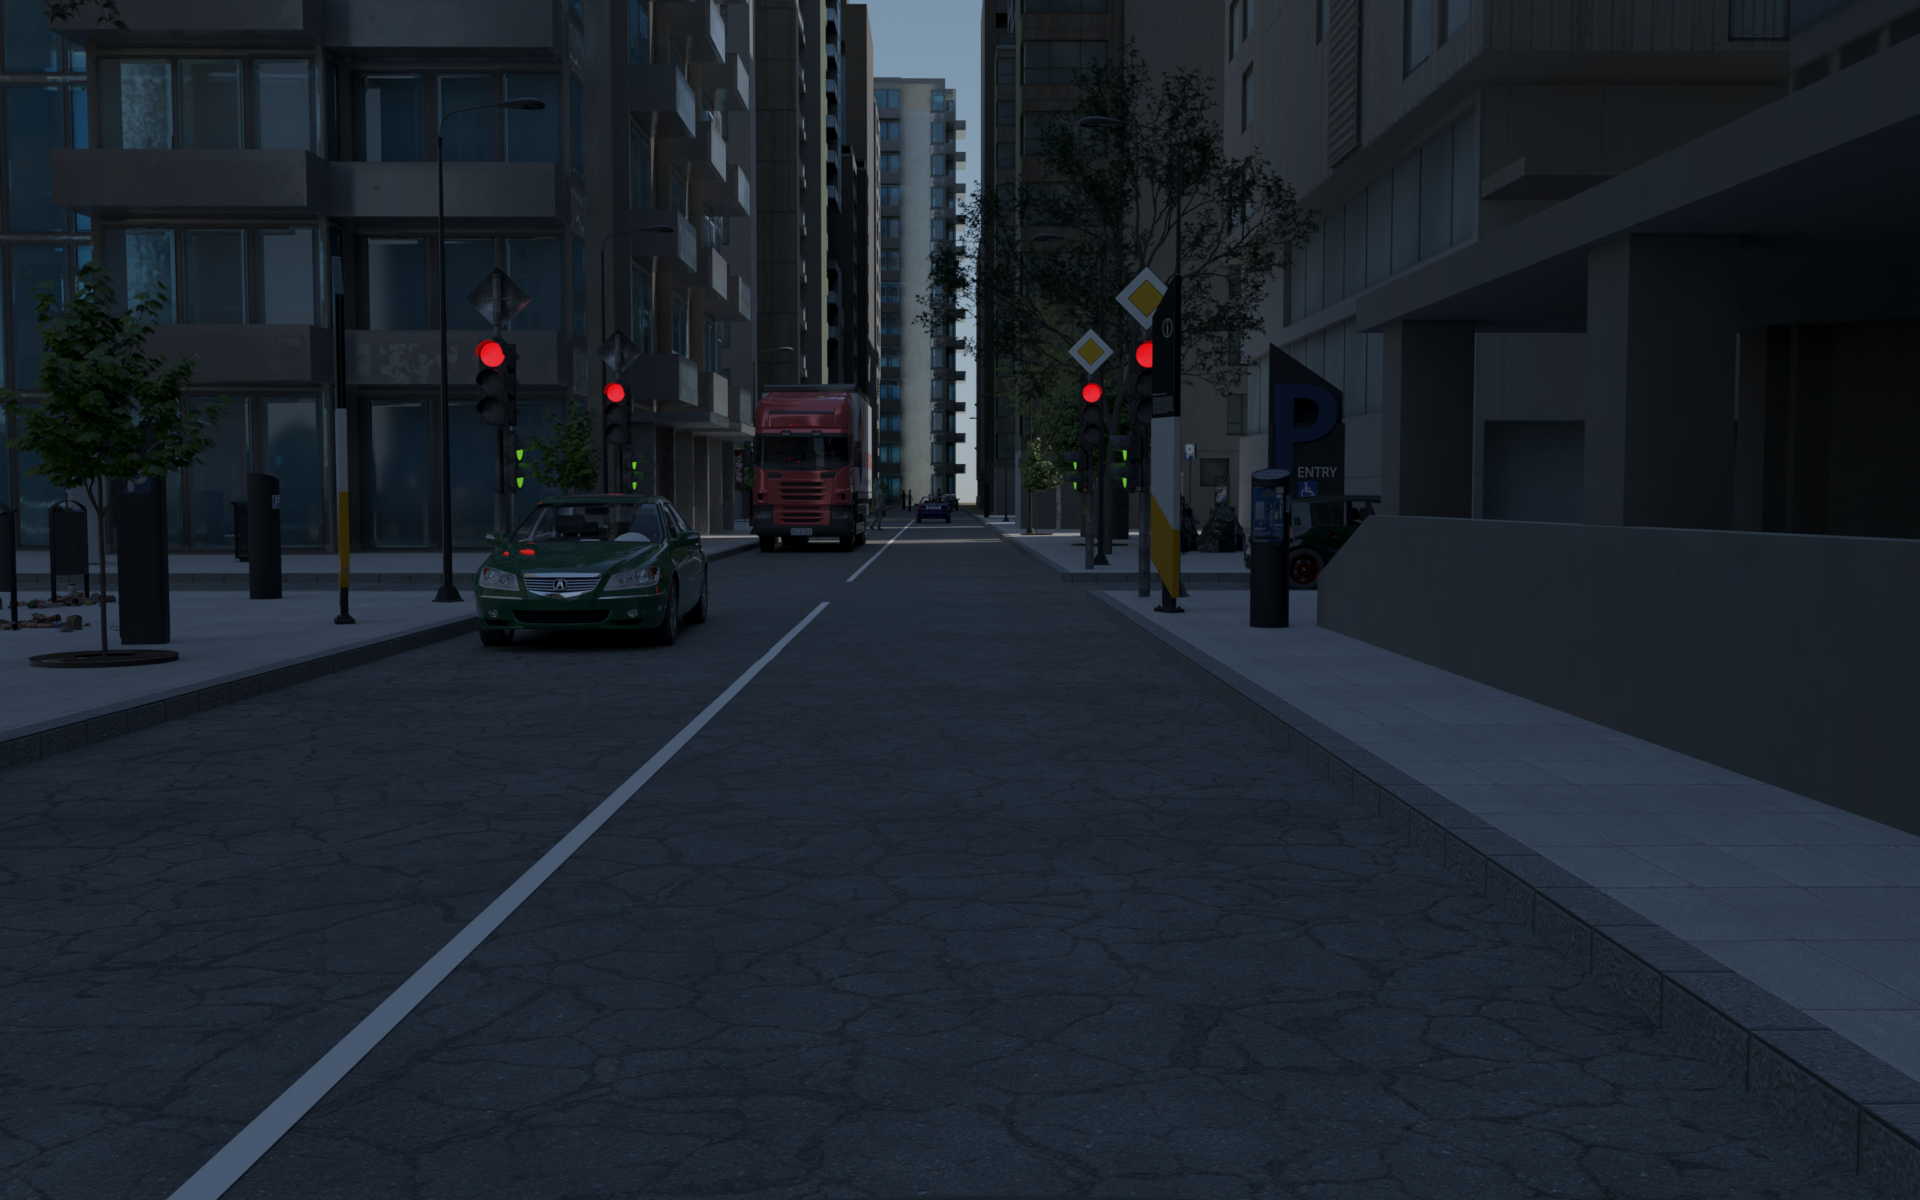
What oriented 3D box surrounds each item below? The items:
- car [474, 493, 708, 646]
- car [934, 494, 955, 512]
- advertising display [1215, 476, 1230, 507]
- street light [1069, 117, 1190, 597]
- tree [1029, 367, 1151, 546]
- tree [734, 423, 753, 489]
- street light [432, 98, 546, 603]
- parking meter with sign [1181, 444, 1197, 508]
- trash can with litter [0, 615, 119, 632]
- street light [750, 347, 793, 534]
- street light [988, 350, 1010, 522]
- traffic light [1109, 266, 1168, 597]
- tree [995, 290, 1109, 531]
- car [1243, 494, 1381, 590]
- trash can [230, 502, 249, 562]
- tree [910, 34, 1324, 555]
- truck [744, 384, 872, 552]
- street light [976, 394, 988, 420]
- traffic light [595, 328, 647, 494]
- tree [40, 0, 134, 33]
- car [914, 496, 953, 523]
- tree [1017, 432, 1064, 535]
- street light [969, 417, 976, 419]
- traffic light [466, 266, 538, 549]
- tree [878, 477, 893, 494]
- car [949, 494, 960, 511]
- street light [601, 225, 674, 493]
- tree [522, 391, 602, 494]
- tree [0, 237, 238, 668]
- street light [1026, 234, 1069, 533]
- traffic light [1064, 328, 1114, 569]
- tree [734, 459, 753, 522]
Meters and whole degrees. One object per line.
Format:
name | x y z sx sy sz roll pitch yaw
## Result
car | -3.681 -0.372 17.885 2.131 1.459 4.920 0 4 -2
car | -1.487 -7.883 140.687 2.131 1.459 4.920 0 4 0
advertising display | 9.363 -3.465 61.874 0.123 1.923 0.974 -1 4 -18
street light | 2.160 -2.994 21.495 1.470 5.913 1.316 0 4 -1
tree | 3.415 -3.637 43.184 4.285 4.588 4.351 0 3 0
tree | -7.955 -5.378 71.641 4.285 4.588 4.351 0 3 0
street light | -5.562 -2.932 20.472 1.470 5.913 1.316 0 4 -1
parking meter with sign | 7.276 -3.871 59.558 1.738 3.016 0.543 -2 4 -32
trash can with litter | -8.987 -0.330 16.458 2.233 1.210 1.678 1 4 20
street light | -5.986 -5.041 54.953 1.470 5.913 1.316 0 4 -1
street light | 1.731 -5.093 55.819 1.470 5.913 1.316 0 4 -1
traffic light | 2.282 -1.993 21.509 0.839 4.253 0.868 0 4 -1
tree | 3.344 -6.690 59.739 4.737 8.622 4.395 0 3 0
car | 6.477 -1.024 26.530 4.222 1.686 2.009 0 4 -1
trash can | -13.410 -1.293 32.788 0.748 1.137 0.748 0 3 0
tree | 3.061 -6.225 36.193 8.767 10.594 7.601 0 4 3
truck | -3.835 -3.518 46.429 2.839 4.237 11.283 0 4 0
street light | 1.596 -6.584 80.187 1.470 5.913 1.316 0 4 -1
traffic light | -5.763 -2.475 29.394 0.839 4.253 0.868 0 4 -1
tree | -6.600 -4.455 7.247 8.767 10.594 7.601 0 3 0
car | -1.316 -4.499 86.142 1.945 1.354 3.894 0 4 -1
tree | 2.364 -3.636 54.049 1.663 3.219 1.824 0 3 0
street light | 1.256 -8.079 104.635 1.470 5.913 1.316 0 4 -1
traffic light | -5.679 -1.987 21.409 0.839 4.253 0.868 0 4 -1
tree | -8.141 -11.469 182.112 1.663 3.219 1.824 0 3 0
car | -1.025 -8.365 148.568 2.131 1.459 4.920 0 4 0
street light | -5.640 -3.519 30.081 1.470 5.913 1.316 0 4 -1
tree | -7.224 -2.337 32.816 1.663 3.219 1.824 0 3 0
tree | -6.581 -1.127 13.022 1.663 3.219 1.824 0 3 0
street light | 1.998 -3.581 31.085 1.470 5.913 1.316 0 4 -1
traffic light | 2.197 -2.482 29.494 0.839 4.253 0.868 0 4 -1
tree | -9.929 -5.208 79.750 1.663 3.219 1.824 0 3 0
